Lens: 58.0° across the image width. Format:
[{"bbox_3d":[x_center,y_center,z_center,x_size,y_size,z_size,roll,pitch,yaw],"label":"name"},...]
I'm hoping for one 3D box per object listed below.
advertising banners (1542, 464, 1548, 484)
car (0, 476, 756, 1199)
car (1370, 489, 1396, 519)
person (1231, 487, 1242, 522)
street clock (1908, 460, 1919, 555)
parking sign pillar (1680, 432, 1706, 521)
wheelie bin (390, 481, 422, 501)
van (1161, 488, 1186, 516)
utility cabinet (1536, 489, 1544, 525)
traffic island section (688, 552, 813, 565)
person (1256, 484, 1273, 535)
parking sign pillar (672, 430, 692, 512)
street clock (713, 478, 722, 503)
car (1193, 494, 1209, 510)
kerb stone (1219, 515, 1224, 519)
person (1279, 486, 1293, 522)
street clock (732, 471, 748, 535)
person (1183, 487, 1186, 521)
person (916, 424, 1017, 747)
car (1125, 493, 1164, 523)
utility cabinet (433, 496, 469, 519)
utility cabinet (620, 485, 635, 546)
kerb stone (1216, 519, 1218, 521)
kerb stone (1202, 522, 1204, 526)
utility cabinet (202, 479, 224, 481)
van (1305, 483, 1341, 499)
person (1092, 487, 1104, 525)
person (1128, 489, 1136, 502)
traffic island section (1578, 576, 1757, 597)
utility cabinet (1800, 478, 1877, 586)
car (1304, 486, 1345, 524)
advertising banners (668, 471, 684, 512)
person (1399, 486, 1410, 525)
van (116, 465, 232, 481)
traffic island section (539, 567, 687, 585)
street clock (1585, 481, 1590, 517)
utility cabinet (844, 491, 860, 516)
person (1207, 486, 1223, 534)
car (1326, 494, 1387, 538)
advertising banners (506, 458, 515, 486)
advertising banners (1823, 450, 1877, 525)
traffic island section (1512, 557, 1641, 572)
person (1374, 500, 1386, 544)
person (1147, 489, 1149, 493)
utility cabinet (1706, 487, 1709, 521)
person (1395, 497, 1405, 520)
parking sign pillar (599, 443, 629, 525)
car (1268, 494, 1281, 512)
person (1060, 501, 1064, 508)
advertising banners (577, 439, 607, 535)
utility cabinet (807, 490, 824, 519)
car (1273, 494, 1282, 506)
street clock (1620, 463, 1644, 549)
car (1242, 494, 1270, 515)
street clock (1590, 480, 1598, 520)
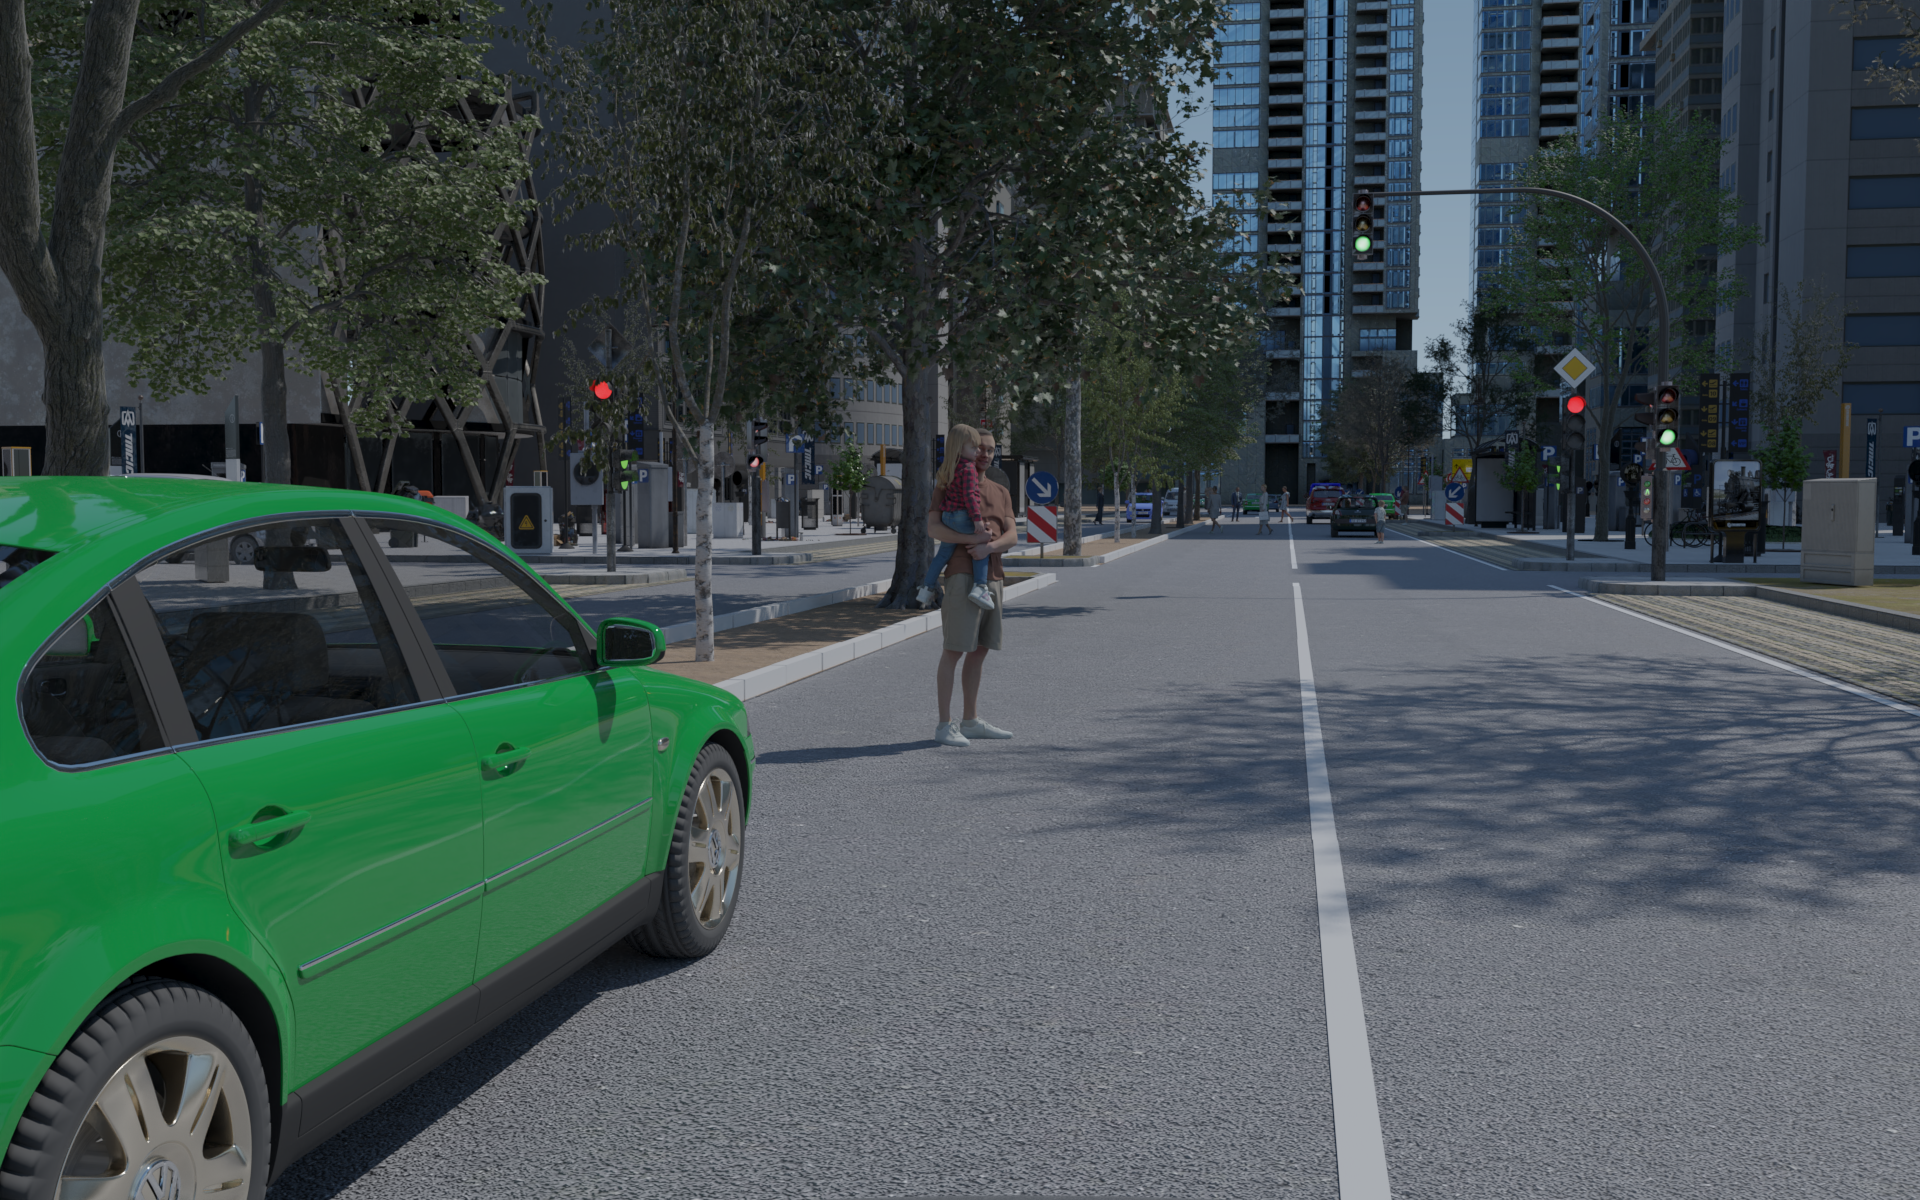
[{"bbox_3d":[35.209,-6.507,102.579,2.074,3.025,0.090,-2,4,-26],"label":"advertising banners"},{"bbox_3d":[-1.863,0.284,4.158,1.959,1.807,4.718,1,4,11],"label":"car"},{"bbox_3d":[23.923,-5.503,98.766,1.959,1.807,4.718,1,4,9],"label":"car"},{"bbox_3d":[14.386,-4.986,90.202,0.721,1.800,0.419,-1,4,-15],"label":"person"},{"bbox_3d":[20.149,-1.943,36.333,0.358,2.002,0.471,-1,4,-20],"label":"street clock"},{"bbox_3d":[31.582,-5.285,74.889,1.447,3.967,1.447,0,4,-4],"label":"parking sign pillar"},{"bbox_3d":[-13.329,-2.060,41.587,0.693,1.594,0.980,0,4,1],"label":"wheelie bin"},{"bbox_3d":[14.530,-6.666,116.007,2.013,2.044,4.112,1,4,11],"label":"van"},{"bbox_3d":[23.448,-3.735,69.741,1.173,1.500,0.318,3,5,40],"label":"utility cabinet"},{"bbox_3d":[-4.301,-0.868,36.478,2.009,0.180,2.903,1,4,11],"label":"traffic island section"},{"bbox_3d":[10.705,-3.177,60.802,0.624,1.780,0.694,1,4,11],"label":"person"},{"bbox_3d":[-11.764,-5.189,73.311,1.447,3.967,1.447,1,4,10],"label":"parking sign pillar"},{"bbox_3d":[-10.985,-4.515,78.392,0.471,2.002,0.358,1,4,16],"label":"street clock"},{"bbox_3d":[21.814,-8.912,157.516,2.131,1.459,4.920,1,4,12],"label":"car"},{"bbox_3d":[14.791,-4.677,98.671,0.120,0.150,1.000,1,4,11],"label":"kerb stone"},{"bbox_3d":[16.342,-4.794,86.975,0.778,1.811,0.616,0,4,0],"label":"person"},{"bbox_3d":[-6.824,-3.008,53.749,0.471,2.002,0.358,3,5,42],"label":"street clock"},{"bbox_3d":[11.463,-4.871,88.242,0.635,1.810,0.391,-1,4,-19],"label":"person"},{"bbox_3d":[0.041,-0.092,9.977,0.573,1.828,0.580,0,4,4],"label":"person"},{"bbox_3d":[9.324,-4.760,87.413,1.945,1.707,3.694,1,4,9],"label":"car"},{"bbox_3d":[-15.684,-2.582,53.378,1.020,1.237,0.306,0,4,5],"label":"utility cabinet"},{"bbox_3d":[-8.266,-2.099,42.990,0.318,1.500,1.173,-1,4,-13],"label":"utility cabinet"},{"bbox_3d":[13.267,-4.185,90.617,0.120,0.150,1.000,1,4,11],"label":"kerb stone"},{"bbox_3d":[10.419,-3.258,75.488,0.120,0.150,1.000,1,4,11],"label":"kerb stone"},{"bbox_3d":[-10.976,-1.023,25.398,0.318,1.500,1.173,-2,4,-32],"label":"utility cabinet"},{"bbox_3d":[21.253,-5.900,100.845,2.240,2.365,5.245,1,4,11],"label":"van"},{"bbox_3d":[6.471,-4.387,80.643,0.534,1.772,0.576,0,4,-7],"label":"person"},{"bbox_3d":[10.291,-5.766,102.871,0.635,1.810,0.391,-2,4,-33],"label":"person"},{"bbox_3d":[10.329,-0.203,25.603,2.009,0.180,2.903,1,4,11],"label":"traffic island section"},{"bbox_3d":[12.330,-0.959,24.357,0.318,1.500,1.173,-1,4,-9],"label":"utility cabinet"},{"bbox_3d":[17.806,-4.602,83.908,2.281,1.827,5.304,1,4,11],"label":"car"},{"bbox_3d":[-19.657,-7.318,115.835,2.074,3.025,0.090,-1,4,-16],"label":"advertising banners"},{"bbox_3d":[20.548,-4.377,80.039,0.573,1.828,0.580,-1,4,-22],"label":"person"},{"bbox_3d":[-15.149,-1.713,35.015,4.112,2.044,2.013,1,4,12],"label":"van"},{"bbox_3d":[-5.779,-0.388,28.631,2.009,0.180,2.903,1,4,11],"label":"traffic island section"},{"bbox_3d":[35.085,-5.640,96.777,0.471,2.002,0.358,0,4,-6],"label":"street clock"},{"bbox_3d":[-6.104,-5.440,97.629,0.318,1.500,1.173,-3,4,-38],"label":"utility cabinet"},{"bbox_3d":[9.267,-3.269,62.696,0.466,1.731,0.760,-3,5,-45],"label":"person"},{"bbox_3d":[13.361,-2.968,58.319,2.009,1.686,4.222,1,4,12],"label":"car"},{"bbox_3d":[-19.081,-4.592,71.272,2.074,3.025,0.090,2,4,28],"label":"advertising banners"},{"bbox_3d":[35.258,-4.432,68.644,2.074,3.025,0.090,1,4,11],"label":"advertising banners"},{"bbox_3d":[11.807,-0.683,33.450,2.009,0.180,2.903,1,4,11],"label":"traffic island section"},{"bbox_3d":[12.127,-2.254,50.036,0.332,1.250,0.352,2,4,26],"label":"person"},{"bbox_3d":[14.249,-7.501,131.135,1.348,1.826,0.705,-3,4,-37],"label":"person"},{"bbox_3d":[23.735,-2.760,53.808,0.318,1.500,1.173,-1,4,-17],"label":"utility cabinet"},{"bbox_3d":[22.206,-4.823,87.130,0.659,1.850,0.755,-1,4,-18],"label":"person"},{"bbox_3d":[-14.452,-5.155,72.762,1.447,3.967,1.447,0,4,-4],"label":"parking sign pillar"},{"bbox_3d":[24.712,-7.761,138.890,2.014,1.417,4.499,1,4,9],"label":"car"},{"bbox_3d":[4.281,-3.629,68.188,0.716,1.782,0.532,0,4,8],"label":"person"},{"bbox_3d":[-11.087,-3.579,54.708,2.074,3.025,0.090,1,4,8],"label":"advertising banners"},{"bbox_3d":[-7.514,-4.972,89.977,0.318,1.500,1.173,2,4,26],"label":"utility cabinet"},{"bbox_3d":[32.480,-10.182,178.276,2.131,1.459,4.920,1,4,12],"label":"car"},{"bbox_3d":[15.553,-2.176,40.141,0.471,2.002,0.358,0,4,-4],"label":"street clock"},{"bbox_3d":[20.739,-6.878,121.258,1.959,1.807,4.718,1,4,11],"label":"car"},{"bbox_3d":[31.940,-5.022,86.683,0.471,2.002,0.358,2,4,32],"label":"street clock"}]
